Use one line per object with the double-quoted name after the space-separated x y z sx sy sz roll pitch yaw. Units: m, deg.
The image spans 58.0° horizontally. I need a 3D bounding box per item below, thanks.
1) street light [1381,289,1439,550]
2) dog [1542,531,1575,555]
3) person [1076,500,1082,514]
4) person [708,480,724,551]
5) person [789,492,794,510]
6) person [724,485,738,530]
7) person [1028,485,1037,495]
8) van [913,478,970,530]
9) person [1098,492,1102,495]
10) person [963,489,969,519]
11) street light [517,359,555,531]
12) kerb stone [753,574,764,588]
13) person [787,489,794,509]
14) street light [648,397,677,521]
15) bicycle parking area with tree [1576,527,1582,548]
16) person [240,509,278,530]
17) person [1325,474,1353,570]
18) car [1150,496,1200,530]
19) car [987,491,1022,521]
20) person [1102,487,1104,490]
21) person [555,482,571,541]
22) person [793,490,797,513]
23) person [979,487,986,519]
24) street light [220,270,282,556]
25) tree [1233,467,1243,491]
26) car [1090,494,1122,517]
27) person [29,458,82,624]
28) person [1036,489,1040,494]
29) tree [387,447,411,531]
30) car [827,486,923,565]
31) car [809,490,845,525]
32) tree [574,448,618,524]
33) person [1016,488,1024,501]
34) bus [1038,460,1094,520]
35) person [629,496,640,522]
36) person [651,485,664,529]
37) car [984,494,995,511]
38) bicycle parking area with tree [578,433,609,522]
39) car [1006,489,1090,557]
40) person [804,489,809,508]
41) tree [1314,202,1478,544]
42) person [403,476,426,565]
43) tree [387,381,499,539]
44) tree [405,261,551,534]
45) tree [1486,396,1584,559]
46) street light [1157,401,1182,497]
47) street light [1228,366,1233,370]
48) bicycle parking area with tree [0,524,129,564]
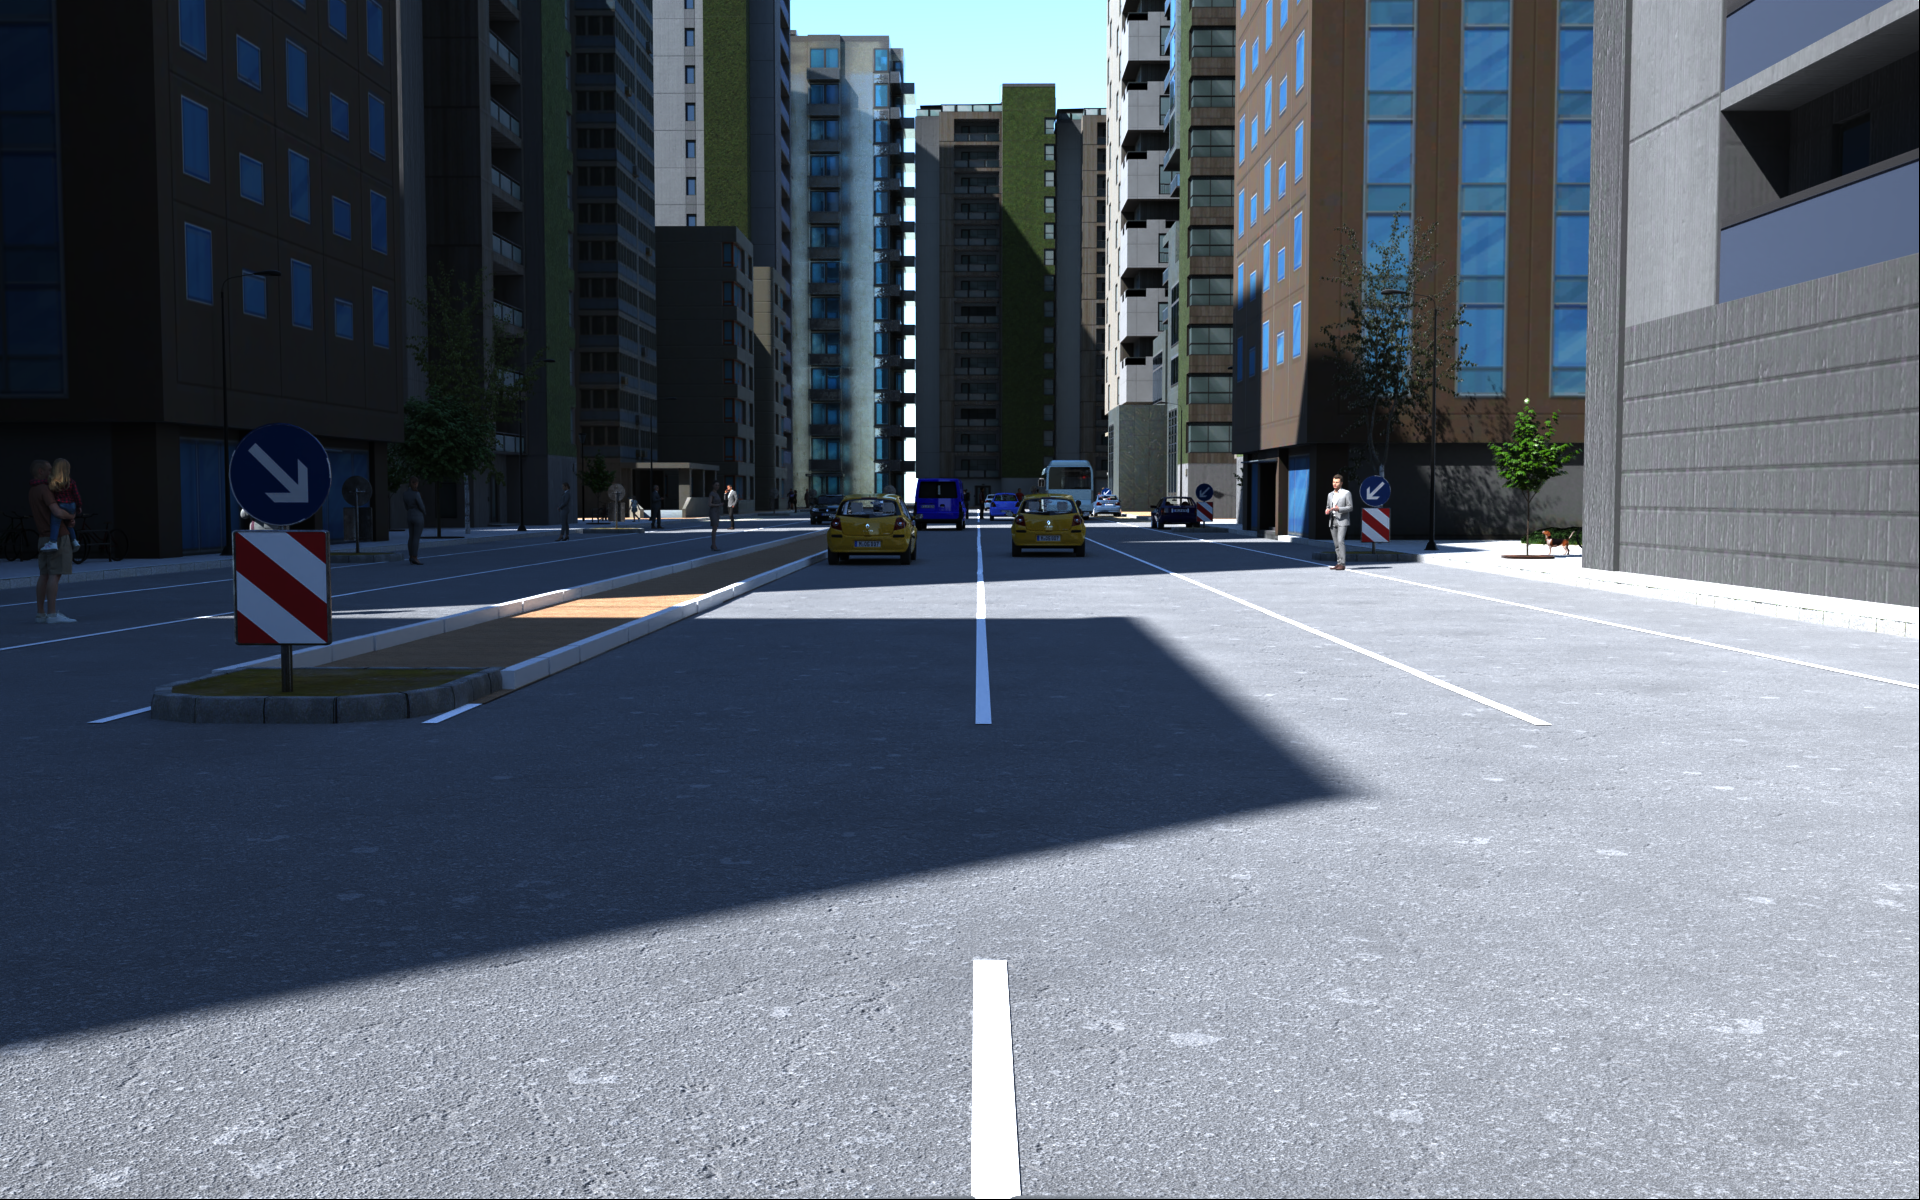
10.238 -4.091 39.422 1.470 5.913 1.316 0 4 1 "street light"
12.665 -1.214 36.686 0.540 0.507 0.406 -1 4 -14 "dog"
3.457 -2.343 51.470 0.362 1.253 0.373 0 4 4 "person"
-6.170 -2.139 43.808 0.374 1.781 0.599 1 4 12 "person"
-13.768 -8.111 141.890 0.421 1.427 0.697 0 4 -2 "person"
-9.261 -3.753 70.040 0.473 1.802 0.592 -2 4 -25 "person"
3.137 -3.927 72.894 0.709 1.800 0.728 -2 4 -33 "person"
-0.768 -4.004 69.847 2.240 2.365 5.245 0 4 2 "van"
11.757 -8.299 144.964 0.421 1.427 0.697 -2 4 -24 "person"
0.323 -5.493 99.119 0.445 1.727 0.742 1 4 21 "person"
-14.605 -5.331 59.698 1.470 5.913 1.316 0 4 1 "street light"
-3.162 -0.261 26.461 0.120 0.150 1.000 0 4 1 "kerb stone"
-14.750 -8.783 150.093 0.568 1.767 0.683 2 4 35 "person"
-14.308 -6.777 83.341 1.470 5.913 1.316 0 4 1 "street light"
18.669 -3.056 36.968 9.016 4.147 8.231 -1 4 -11 "bicycle parking area with tree"
-8.063 -0.695 20.037 0.511 1.800 0.466 0 4 8 "person"
7.105 -1.471 32.758 0.583 1.804 0.606 -3 5 -43 "person"
8.862 -3.595 71.364 1.945 1.354 3.894 0 4 1 "car"
2.449 -5.153 93.850 1.945 1.707 3.694 0 4 1 "car"
11.613 -8.206 140.296 0.705 1.814 1.350 1 4 16 "person"
-12.142 -2.696 52.850 0.573 1.790 0.520 -2 4 -31 "person"
-12.619 -7.503 131.898 0.721 1.735 1.217 0 4 -7 "person"
1.285 -5.490 98.229 0.705 1.831 1.348 1 4 8 "person"
-14.756 -3.885 36.053 1.470 5.913 1.316 0 4 1 "street light"
11.320 -4.412 66.736 1.663 3.219 1.824 0 3 0 "tree"
9.261 -5.995 110.015 2.014 1.417 4.499 0 4 0 "car"
-10.070 -0.659 19.252 0.580 1.828 0.573 0 4 -5 "person"
5.817 -7.387 129.371 1.348 1.812 0.705 1 4 20 "person"
-19.844 -3.995 59.914 1.663 3.219 1.824 0 3 0 "tree"
-1.812 -1.610 36.549 2.015 1.641 3.980 0 4 1 "car"
-6.132 -4.454 82.608 2.009 1.686 4.222 0 4 1 "car"
-15.273 -4.831 73.586 1.663 3.219 1.824 0 3 0 "tree"
4.067 -6.703 118.024 1.348 1.831 0.705 -1 4 -17 "person"
6.125 -6.464 100.549 2.948 3.499 13.247 0 4 1 "bus"
-14.972 -4.196 79.656 0.382 1.210 0.505 2 4 34 "person"
-12.501 -3.859 71.766 0.590 1.801 0.661 0 4 3 "person"
2.973 -8.380 149.017 2.014 1.417 4.499 0 4 1 "car"
-20.353 -5.793 81.719 8.231 4.147 9.016 1 4 10 "bicycle parking area with tree"
2.082 -1.881 40.983 2.015 1.641 3.980 0 4 2 "car"
-13.761 -9.092 155.249 0.434 1.755 0.990 1 4 12 "person"
11.061 -5.781 44.877 4.360 8.622 3.978 0 3 0 "tree"
-11.005 -1.612 35.128 0.520 1.790 0.573 1 4 16 "person"
-15.254 -4.079 50.410 4.285 4.588 4.351 0 3 0 "tree"
-15.628 -6.430 55.488 4.737 8.622 4.395 0 3 0 "tree"
11.264 -2.447 34.614 1.663 3.219 1.824 0 3 0 "tree"
10.567 -6.999 86.971 1.470 5.913 1.316 0 4 1 "street light"
10.421 -5.537 63.067 1.470 5.913 1.316 0 4 1 "street light"
-19.854 -2.616 29.778 8.231 4.147 9.016 1 4 18 "bicycle parking area with tree"
